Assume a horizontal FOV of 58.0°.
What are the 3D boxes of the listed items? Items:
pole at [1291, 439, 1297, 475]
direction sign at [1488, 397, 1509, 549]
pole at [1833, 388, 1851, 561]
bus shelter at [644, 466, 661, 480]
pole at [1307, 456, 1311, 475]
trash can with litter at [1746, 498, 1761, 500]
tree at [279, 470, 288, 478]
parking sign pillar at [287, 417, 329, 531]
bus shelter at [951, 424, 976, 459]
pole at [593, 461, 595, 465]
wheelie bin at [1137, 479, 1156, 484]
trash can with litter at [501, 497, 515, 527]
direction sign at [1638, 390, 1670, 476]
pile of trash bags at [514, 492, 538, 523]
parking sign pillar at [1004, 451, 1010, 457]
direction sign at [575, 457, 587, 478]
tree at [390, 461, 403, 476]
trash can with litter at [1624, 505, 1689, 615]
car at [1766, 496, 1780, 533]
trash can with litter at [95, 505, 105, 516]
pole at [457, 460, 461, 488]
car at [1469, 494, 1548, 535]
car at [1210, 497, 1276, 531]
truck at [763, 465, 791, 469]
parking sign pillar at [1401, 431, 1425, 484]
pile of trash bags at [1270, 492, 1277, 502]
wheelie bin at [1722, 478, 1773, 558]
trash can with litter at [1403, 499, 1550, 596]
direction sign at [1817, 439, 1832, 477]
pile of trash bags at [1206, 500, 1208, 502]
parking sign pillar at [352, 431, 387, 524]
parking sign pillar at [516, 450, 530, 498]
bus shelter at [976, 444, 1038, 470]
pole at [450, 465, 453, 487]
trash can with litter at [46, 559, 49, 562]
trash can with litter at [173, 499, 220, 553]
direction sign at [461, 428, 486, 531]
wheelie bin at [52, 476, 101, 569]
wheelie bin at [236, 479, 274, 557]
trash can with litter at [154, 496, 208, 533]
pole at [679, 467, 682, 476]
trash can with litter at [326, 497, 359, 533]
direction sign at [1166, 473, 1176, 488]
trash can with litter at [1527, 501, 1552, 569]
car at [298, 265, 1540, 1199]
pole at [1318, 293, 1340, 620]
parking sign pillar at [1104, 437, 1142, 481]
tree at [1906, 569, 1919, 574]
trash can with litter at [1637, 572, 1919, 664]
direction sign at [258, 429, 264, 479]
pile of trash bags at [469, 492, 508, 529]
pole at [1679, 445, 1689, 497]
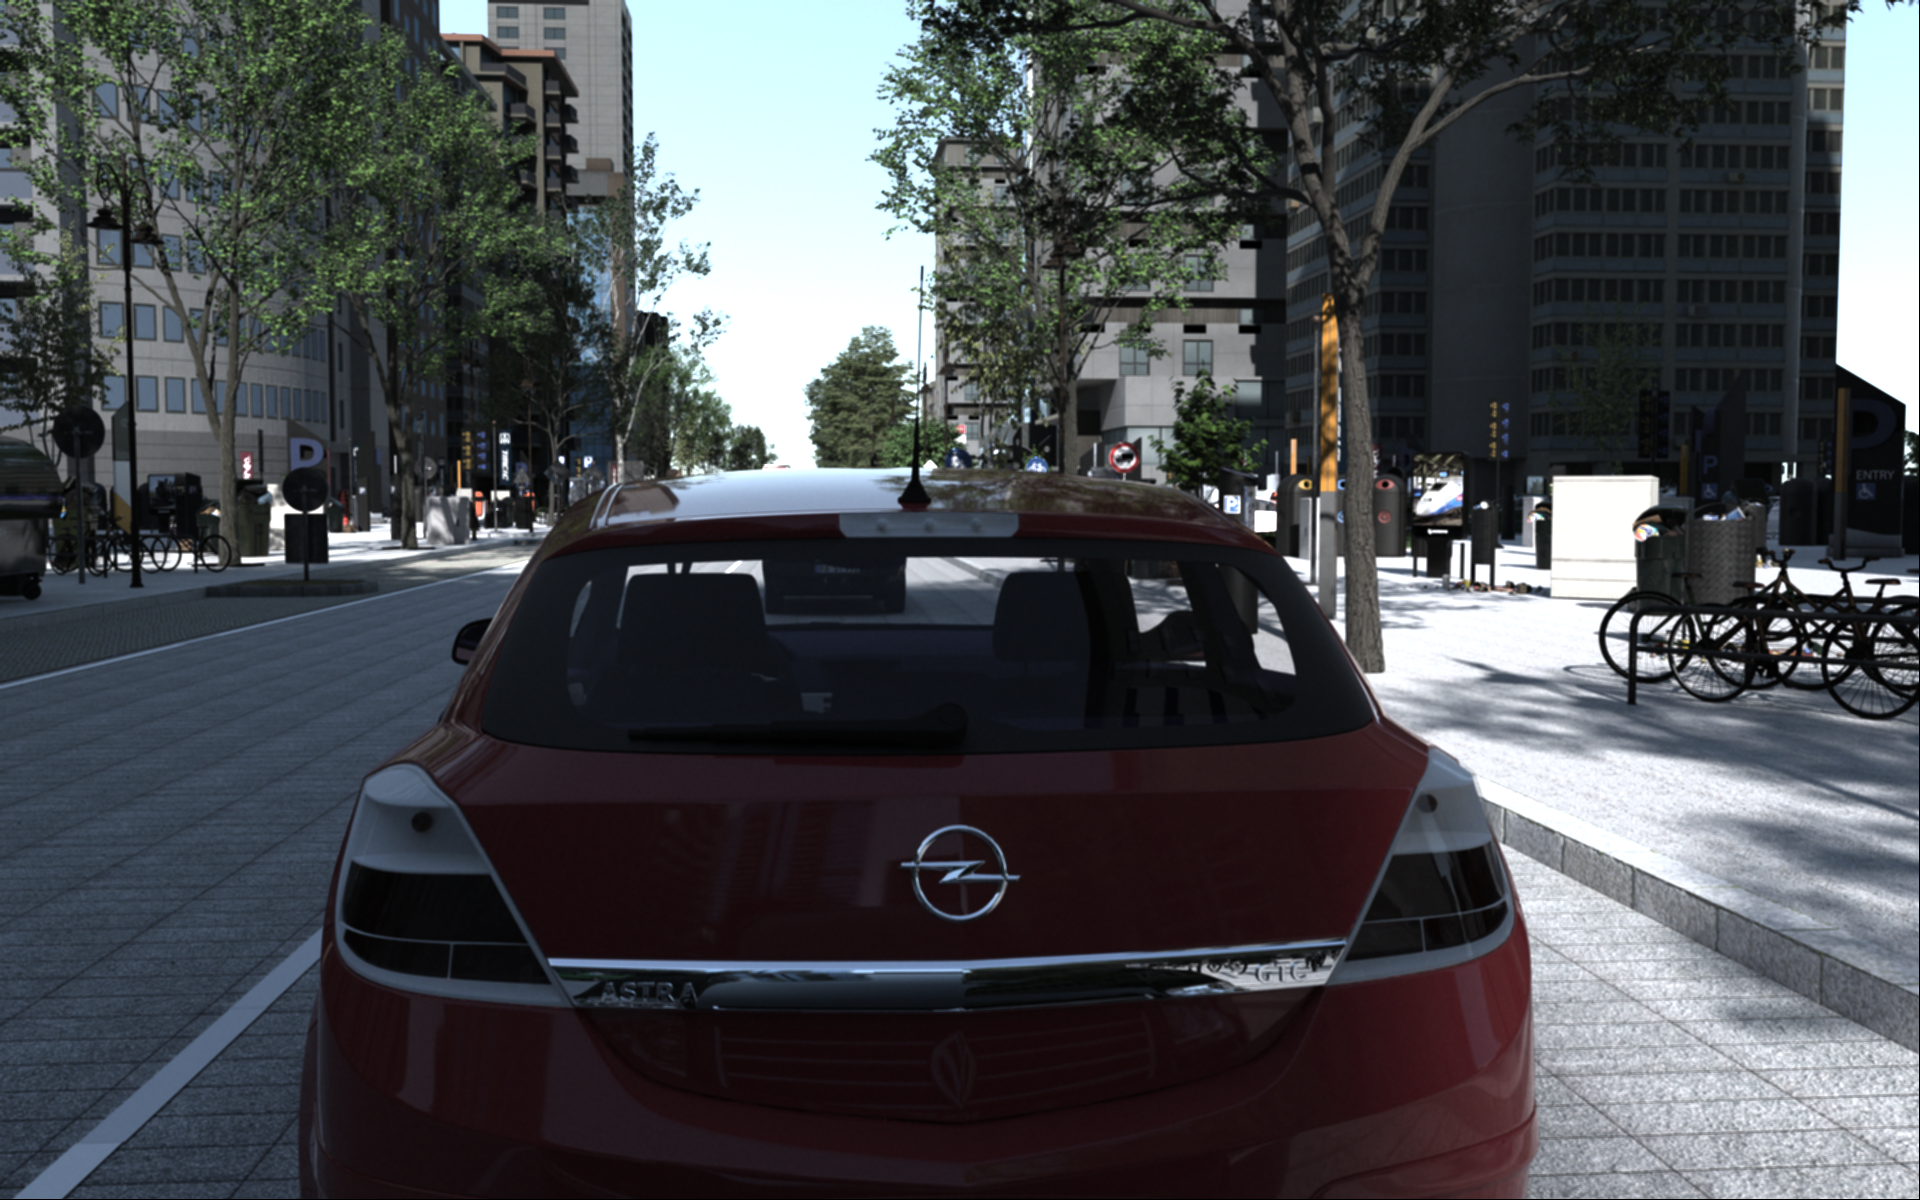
[{"bbox_3d":[12.337,-4.298,64.108,0.158,3.312,0.155,0,3,0],"label":"pole"},{"bbox_3d":[12.670,-2.985,40.804,0.876,3.537,0.379,-3,5,-43],"label":"direction sign"},{"bbox_3d":[17.001,-2.419,33.391,0.158,3.312,0.155,0,3,0],"label":"pole"},{"bbox_3d":[-23.021,-8.171,127.516,2.014,3.302,5.546,0,4,-5],"label":"bus shelter"},{"bbox_3d":[18.665,-6.046,92.702,0.158,3.312,0.155,0,3,0],"label":"pole"},{"bbox_3d":[13.606,-1.197,30.621,2.233,1.210,1.678,-1,4,-14],"label":"trash can with litter"},{"bbox_3d":[-28.057,-4.878,74.354,1.663,3.219,1.824,0,3,0],"label":"tree"},{"bbox_3d":[-22.699,-4.394,60.320,1.447,3.967,1.447,-2,4,-25],"label":"parking sign pillar"},{"bbox_3d":[-0.506,-7.299,96.976,2.179,5.291,8.768,0,4,-5],"label":"bus shelter"},{"bbox_3d":[-22.426,-6.854,105.900,0.158,3.312,0.155,0,3,0],"label":"pole"},{"bbox_3d":[3.836,-1.682,35.403,0.693,1.594,0.980,3,4,39],"label":"wheelie bin"},{"bbox_3d":[-17.778,-3.452,67.835,0.624,1.170,1.055,1,4,8],"label":"trash can with litter"},{"bbox_3d":[15.165,-2.809,37.918,0.876,3.537,0.379,-2,4,-26],"label":"direction sign"},{"bbox_3d":[-20.133,-4.228,78.885,1.912,1.369,3.447,-3,4,-36],"label":"pile of trash bags"},{"bbox_3d":[2.430,-7.218,106.480,1.447,3.967,1.447,0,4,-6],"label":"parking sign pillar"},{"bbox_3d":[-23.026,-6.958,105.759,0.876,3.537,0.379,-1,4,-16],"label":"direction sign"},{"bbox_3d":[-32.296,-6.462,100.255,1.663,3.219,1.824,0,3,0],"label":"tree"},{"bbox_3d":[7.387,-0.440,18.581,0.624,1.170,1.055,0,4,3],"label":"trash can with litter"},{"bbox_3d":[27.529,-2.810,58.310,4.827,1.381,2.083,0,4,-7],"label":"car"},{"bbox_3d":[-20.077,-1.730,39.679,0.624,1.170,1.055,0,4,-7],"label":"trash can with litter"},{"bbox_3d":[-30.398,-6.807,105.133,0.158,3.312,0.155,0,3,0],"label":"pole"},{"bbox_3d":[18.400,-2.776,57.193,4.920,1.459,2.131,0,4,-5],"label":"car"},{"bbox_3d":[9.457,-2.617,55.152,4.827,1.381,2.083,0,4,-4],"label":"car"},{"bbox_3d":[-17.828,-10.978,168.406,2.839,4.237,11.283,0,4,-4],"label":"truck"},{"bbox_3d":[19.231,-5.206,73.598,1.447,3.967,1.447,-1,4,-14],"label":"parking sign pillar"},{"bbox_3d":[12.721,-3.846,72.635,1.912,1.369,3.447,-1,4,-14],"label":"pile of trash bags"},{"bbox_3d":[15.876,-1.659,35.025,0.980,1.594,0.693,0,4,-1],"label":"wheelie bin"},{"bbox_3d":[6.992,-0.718,22.799,1.678,1.210,2.233,-1,4,-13],"label":"trash can with litter"},{"bbox_3d":[35.805,-4.880,71.783,0.876,3.537,0.379,-2,4,-30],"label":"direction sign"},{"bbox_3d":[9.446,-3.222,62.435,1.912,1.369,3.447,0,3,0],"label":"pile of trash bags"},{"bbox_3d":[-25.450,-5.264,74.532,1.447,3.967,1.447,3,4,39],"label":"parking sign pillar"},{"bbox_3d":[-26.725,-7.194,106.086,1.447,3.967,1.447,-3,4,-38],"label":"parking sign pillar"},{"bbox_3d":[1.919,-4.798,72.364,2.014,3.302,5.546,0,4,-5],"label":"bus shelter"},{"bbox_3d":[-35.463,-7.767,120.833,0.158,3.312,0.155,0,3,0],"label":"pole"},{"bbox_3d":[-17.617,-1.289,32.133,2.233,1.210,1.678,2,4,24],"label":"trash can with litter"},{"bbox_3d":[-16.549,-1.606,37.645,1.055,1.170,0.624,-1,4,-10],"label":"trash can with litter"},{"bbox_3d":[-16.846,-4.164,60.072,0.876,3.537,0.379,-3,4,-37],"label":"direction sign"},{"bbox_3d":[-15.282,-1.349,29.963,0.693,1.594,0.980,-1,4,-11],"label":"wheelie bin"},{"bbox_3d":[-14.482,-1.682,35.414,0.693,1.594,0.980,2,4,33],"label":"wheelie bin"},{"bbox_3d":[-26.343,-2.903,58.515,1.678,1.210,2.233,-2,4,-28],"label":"trash can with litter"},{"bbox_3d":[-20.912,-8.310,129.704,0.158,3.312,0.155,0,3,0],"label":"pole"},{"bbox_3d":[-20.339,-2.796,57.099,1.055,1.170,0.624,1,4,11],"label":"trash can with litter"},{"bbox_3d":[12.652,-6.720,101.876,0.379,3.537,0.876,-3,4,-36],"label":"direction sign"},{"bbox_3d":[10.098,-1.118,29.674,0.624,1.170,1.055,2,4,26],"label":"trash can with litter"},{"bbox_3d":[-0.215,0.296,4.196,2.155,1.783,4.494,0,4,-6],"label":"car"},{"bbox_3d":[3.772,-1.458,17.690,0.158,3.312,0.155,0,3,0],"label":"pole"},{"bbox_3d":[7.932,-5.716,81.926,1.447,3.967,1.447,-2,4,-29],"label":"parking sign pillar"},{"bbox_3d":[16.045,-2.038,27.919,1.663,3.219,1.824,0,3,0],"label":"tree"},{"bbox_3d":[6.389,-0.154,13.575,2.233,1.210,1.678,1,4,16],"label":"trash can with litter"},{"bbox_3d":[-24.584,-4.218,60.959,0.379,3.537,0.876,-1,4,-14],"label":"direction sign"},{"bbox_3d":[-17.862,-3.358,64.651,1.912,1.369,3.447,-1,4,-12],"label":"pile of trash bags"},{"bbox_3d":[29.982,-4.773,71.884,0.158,3.312,0.155,0,3,0],"label":"pole"}]
